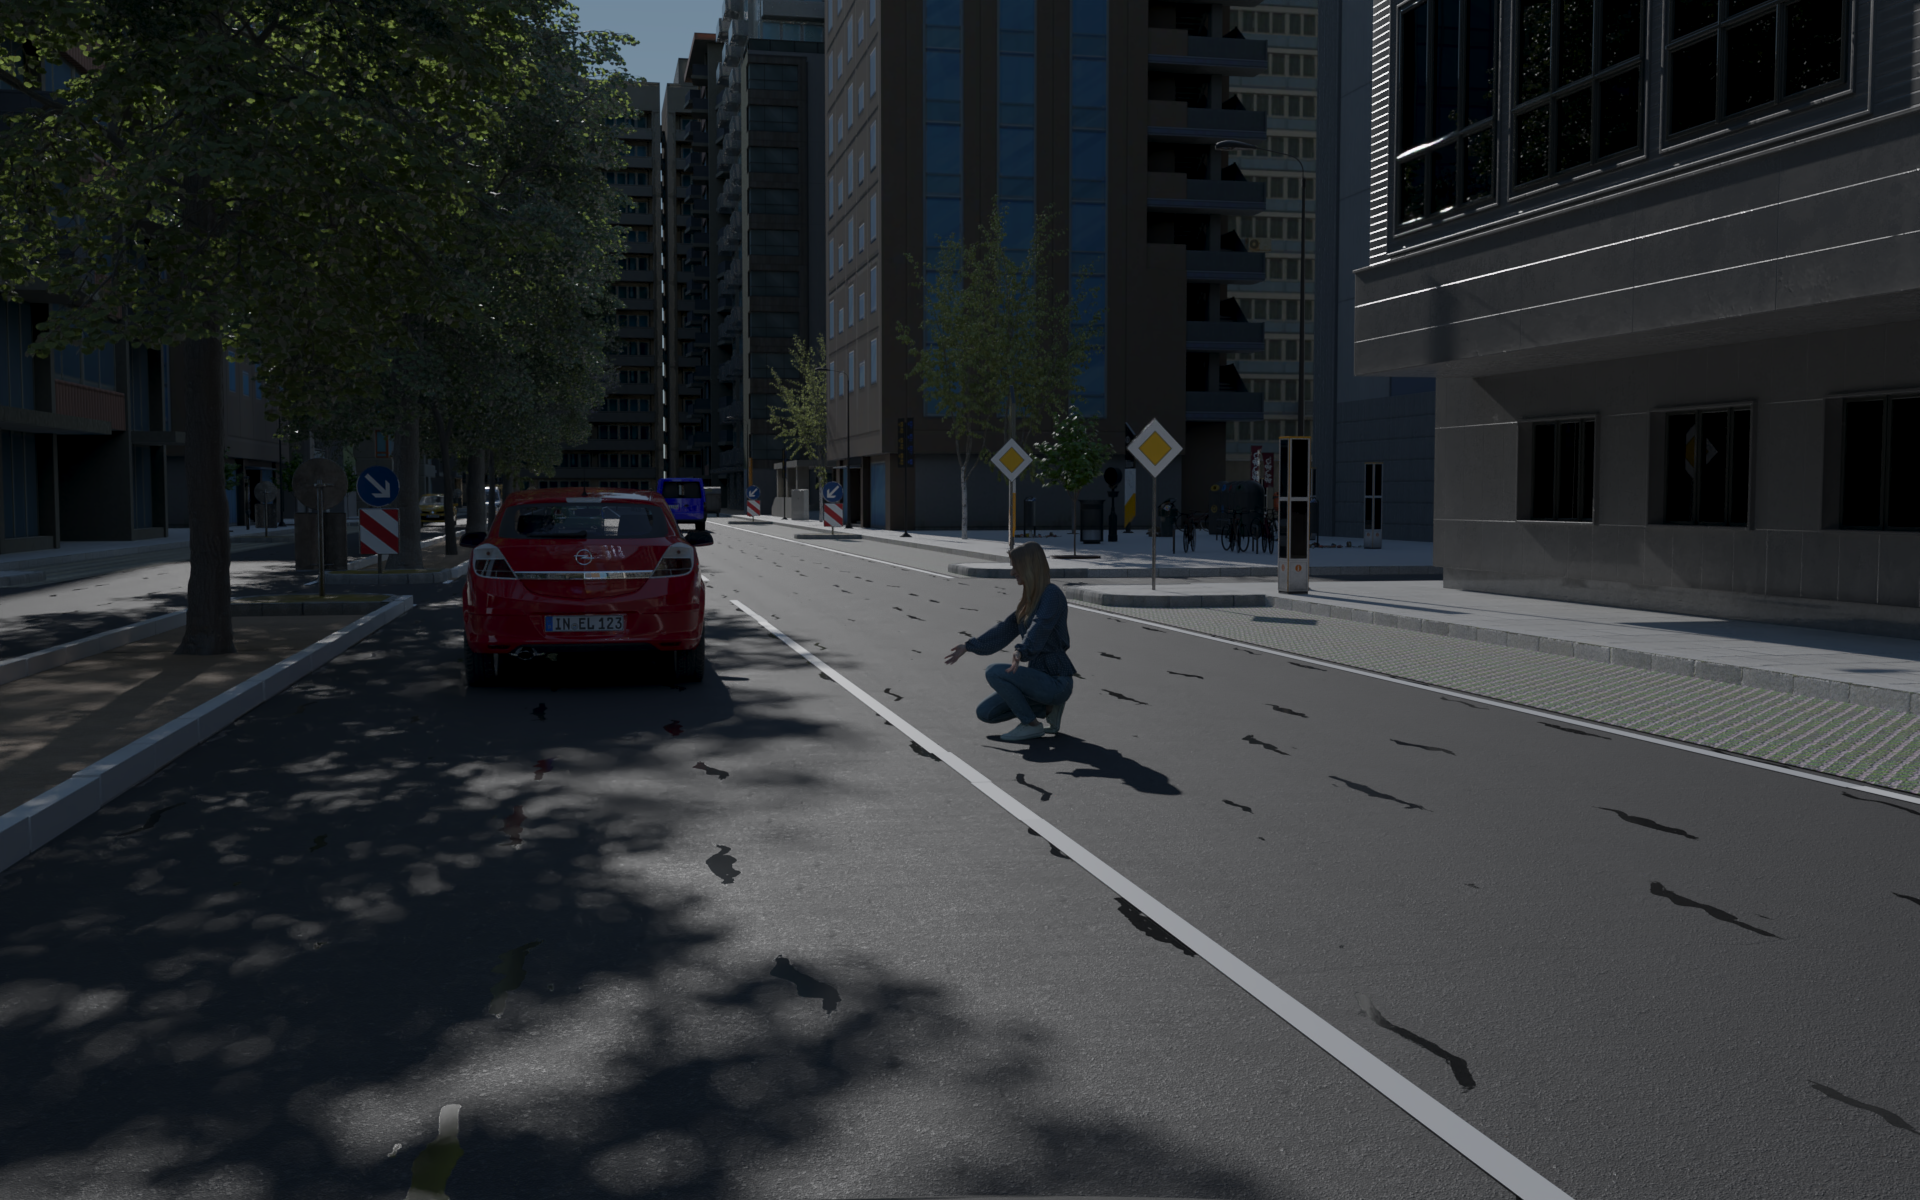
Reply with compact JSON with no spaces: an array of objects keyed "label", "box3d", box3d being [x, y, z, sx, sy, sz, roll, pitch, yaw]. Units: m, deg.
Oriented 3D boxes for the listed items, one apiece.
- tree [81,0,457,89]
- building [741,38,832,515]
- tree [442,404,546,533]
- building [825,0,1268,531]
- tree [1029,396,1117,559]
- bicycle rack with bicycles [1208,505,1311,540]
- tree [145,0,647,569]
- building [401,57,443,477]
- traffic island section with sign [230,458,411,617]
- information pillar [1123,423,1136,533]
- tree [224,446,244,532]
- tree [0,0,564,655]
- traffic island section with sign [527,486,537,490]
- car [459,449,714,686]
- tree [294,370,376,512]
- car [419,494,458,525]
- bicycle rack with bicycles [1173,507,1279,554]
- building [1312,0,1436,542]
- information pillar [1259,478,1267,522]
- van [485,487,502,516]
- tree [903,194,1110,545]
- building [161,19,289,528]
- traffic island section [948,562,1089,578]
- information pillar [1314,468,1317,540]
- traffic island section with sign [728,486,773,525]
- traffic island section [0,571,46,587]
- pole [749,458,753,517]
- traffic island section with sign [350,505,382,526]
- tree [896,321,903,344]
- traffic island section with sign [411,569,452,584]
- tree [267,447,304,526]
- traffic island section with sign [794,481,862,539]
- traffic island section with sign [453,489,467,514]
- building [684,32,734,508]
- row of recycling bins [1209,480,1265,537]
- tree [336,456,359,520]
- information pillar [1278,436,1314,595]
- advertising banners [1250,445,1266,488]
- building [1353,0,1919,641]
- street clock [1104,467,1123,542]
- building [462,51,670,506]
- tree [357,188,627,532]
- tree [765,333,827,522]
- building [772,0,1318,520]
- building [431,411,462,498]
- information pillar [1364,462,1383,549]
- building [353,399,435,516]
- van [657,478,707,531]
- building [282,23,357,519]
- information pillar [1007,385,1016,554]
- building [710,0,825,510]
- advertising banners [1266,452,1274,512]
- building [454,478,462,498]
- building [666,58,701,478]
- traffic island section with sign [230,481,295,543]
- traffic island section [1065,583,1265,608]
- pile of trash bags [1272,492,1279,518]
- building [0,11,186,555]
[{"label":"tree","box3d":[-5.003,-4.362,8.186,8.767,10.594,7.601,-1,4,-12]},{"label":"building","box3d":[-7.581,-21.000,115.049,14.160,30.474,14.107,-1,4,-12]},{"label":"tree","box3d":[-15.745,-6.386,57.226,4.737,8.622,4.395,0,3,0]},{"label":"building","box3d":[2.572,-25.489,66.856,14.600,45.320,14.200,-1,4,-12]},{"label":"tree","box3d":[2.161,-2.441,34.515,1.663,3.219,1.824,0,3,0]},{"label":"bicycle rack with bicycles","box3d":[8.161,-2.073,47.284,2.852,0.926,2.925,0,4,-1]},{"label":"tree","box3d":[-10.348,-7.507,31.852,9.857,13.997,8.962,0,3,0]},{"label":"building","box3d":[-56.263,-33.579,138.261,28.713,52.752,27.495,-1,4,-12]},{"label":"traffic island section with sign","box3d":[-7.910,-0.797,21.168,2.006,1.907,1.989,-1,4,-12]},{"label":"information pillar","box3d":[5.564,-3.996,56.690,0.183,3.616,0.504,-2,4,-32]},{"label":"tree","box3d":[-25.021,-3.895,58.285,1.663,3.219,1.824,0,3,0]},{"label":"tree","box3d":[-6.913,-5.806,15.519,7.486,12.596,7.792,0,3,0]},{"label":"traffic island section with sign","box3d":[-25.193,-5.734,101.891,2.006,1.907,1.989,-1,4,-12]},{"label":"car","box3d":[-3.122,-0.336,14.531,2.155,1.783,4.494,-1,4,-11]},{"label":"tree","box3d":[-30.129,-8.108,82.921,4.360,8.622,3.978,0,3,0]},{"label":"car","box3d":[-23.647,-4.150,78.076,2.015,1.641,3.980,-1,4,-13]},{"label":"bicycle rack with bicycles","box3d":[5.727,-1.511,38.089,2.852,0.926,2.925,0,4,8]},{"label":"building","box3d":[26.420,-30.845,46.323,28.212,58.520,21.231,-1,4,-12]},{"label":"information pillar","box3d":[13.895,-4.587,79.496,0.304,2.012,0.304,-1,4,-21]},{"label":"van","box3d":[-26.097,-5.413,95.507,2.013,2.044,4.112,-1,4,-14]},{"label":"tree","box3d":[1.543,-5.697,43.501,4.737,8.622,4.395,0,3,0]},{"label":"building","box3d":[-35.715,-25.622,69.038,14.600,45.320,14.200,-1,4,-12]},{"label":"traffic island section","box3d":[0.935,-0.532,30.974,2.009,0.180,2.903,-1,4,-12]},{"label":"information pillar","box3d":[9.689,-2.665,48.064,0.304,2.012,0.304,2,4,35]},{"label":"traffic island section with sign","box3d":[-9.920,-4.465,81.624,1.989,1.847,2.006,-1,4,-12]},{"label":"traffic island section","box3d":[-15.829,-0.313,27.404,2.009,0.180,2.903,-1,4,-12]},{"label":"pole","box3d":[-11.788,-6.342,97.538,0.158,3.312,0.155,0,3,0]},{"label":"traffic island section with sign","box3d":[-26.364,-4.251,78.139,1.989,1.847,2.006,-1,4,-12]},{"label":"tree","box3d":[0.163,-6.010,48.633,4.737,8.622,4.395,0,3,0]},{"label":"traffic island section with sign","box3d":[-9.451,-1.240,28.413,2.006,1.907,1.989,-1,4,-12]},{"label":"tree","box3d":[-27.228,-4.676,71.050,1.663,3.219,1.824,0,3,0]},{"label":"traffic island section with sign","box3d":[-4.263,-2.853,55.267,1.989,1.847,2.006,-1,4,-12]},{"label":"traffic island section with sign","box3d":[-36.992,-7.283,127.709,1.989,1.847,2.006,-1,4,-12]},{"label":"building","box3d":[-14.921,-31.309,166.523,22.147,44.769,28.867,-1,4,-12]},{"label":"row of recycling bins","box3d":[8.552,-2.834,53.453,1.069,1.692,3.534,-1,4,-8]},{"label":"tree","box3d":[-30.810,-5.677,87.417,1.663,3.219,1.824,0,3,0]},{"label":"information pillar","box3d":[4.284,-1.084,22.214,0.304,2.012,0.304,-1,4,-15]},{"label":"advertising banners","box3d":[9.974,-4.016,61.856,2.074,3.025,0.090,-2,4,-30]},{"label":"building","box3d":[14.909,-11.643,9.436,14.314,24.678,30.058,-1,4,-12]},{"label":"street clock","box3d":[4.107,-2.565,46.500,0.471,2.002,0.358,3,5,44]},{"label":"building","box3d":[-44.416,-34.864,193.721,21.600,48.544,21.300,-1,4,-12]},{"label":"tree","box3d":[-17.724,-9.326,65.303,12.009,13.543,11.850,0,3,0]},{"label":"tree","box3d":[-6.517,-7.827,78.328,4.360,8.622,3.978,0,3,0]},{"label":"building","box3d":[6.325,-24.684,95.469,32.217,40.220,23.993,-1,4,-12]},{"label":"building","box3d":[-55.351,-29.531,166.426,14.086,41.232,14.154,-1,4,-12]},{"label":"information pillar","box3d":[9.644,-2.197,40.415,0.304,2.012,0.304,-2,4,-32]},{"label":"building","box3d":[-49.682,-16.318,111.839,27.650,21.520,28.899,-1,4,-12]},{"label":"van","box3d":[-11.128,-3.935,68.715,2.240,2.365,5.245,-1,4,-11]},{"label":"building","box3d":[-40.327,-24.904,90.779,14.154,41.232,14.086,-1,4,-12]},{"label":"information pillar","box3d":[1.122,-2.800,37.139,0.183,3.616,0.504,0,4,-5]},{"label":"building","box3d":[-7.523,-31.687,137.696,23.786,49.044,30.456,-1,4,-12]},{"label":"advertising banners","box3d":[13.717,-4.690,72.871,2.074,3.025,0.090,0,4,3]},{"label":"building","box3d":[-67.882,-30.697,193.774,23.993,40.220,32.217,-1,4,-12]},{"label":"building","box3d":[-23.175,-35.145,198.320,21.600,48.544,21.300,-1,4,-12]},{"label":"traffic island section with sign","box3d":[-20.674,-2.624,51.530,1.989,1.847,2.006,-1,4,-12]},{"label":"traffic island section","box3d":[2.607,-0.054,23.166,2.009,0.180,2.903,-1,4,-12]},{"label":"pile of trash bags","box3d":[13.951,-4.508,83.457,3.447,1.369,1.912,0,4,-1]},{"label":"building","box3d":[-31.146,-23.563,39.885,22.147,44.769,28.867,-1,4,-12]}]
